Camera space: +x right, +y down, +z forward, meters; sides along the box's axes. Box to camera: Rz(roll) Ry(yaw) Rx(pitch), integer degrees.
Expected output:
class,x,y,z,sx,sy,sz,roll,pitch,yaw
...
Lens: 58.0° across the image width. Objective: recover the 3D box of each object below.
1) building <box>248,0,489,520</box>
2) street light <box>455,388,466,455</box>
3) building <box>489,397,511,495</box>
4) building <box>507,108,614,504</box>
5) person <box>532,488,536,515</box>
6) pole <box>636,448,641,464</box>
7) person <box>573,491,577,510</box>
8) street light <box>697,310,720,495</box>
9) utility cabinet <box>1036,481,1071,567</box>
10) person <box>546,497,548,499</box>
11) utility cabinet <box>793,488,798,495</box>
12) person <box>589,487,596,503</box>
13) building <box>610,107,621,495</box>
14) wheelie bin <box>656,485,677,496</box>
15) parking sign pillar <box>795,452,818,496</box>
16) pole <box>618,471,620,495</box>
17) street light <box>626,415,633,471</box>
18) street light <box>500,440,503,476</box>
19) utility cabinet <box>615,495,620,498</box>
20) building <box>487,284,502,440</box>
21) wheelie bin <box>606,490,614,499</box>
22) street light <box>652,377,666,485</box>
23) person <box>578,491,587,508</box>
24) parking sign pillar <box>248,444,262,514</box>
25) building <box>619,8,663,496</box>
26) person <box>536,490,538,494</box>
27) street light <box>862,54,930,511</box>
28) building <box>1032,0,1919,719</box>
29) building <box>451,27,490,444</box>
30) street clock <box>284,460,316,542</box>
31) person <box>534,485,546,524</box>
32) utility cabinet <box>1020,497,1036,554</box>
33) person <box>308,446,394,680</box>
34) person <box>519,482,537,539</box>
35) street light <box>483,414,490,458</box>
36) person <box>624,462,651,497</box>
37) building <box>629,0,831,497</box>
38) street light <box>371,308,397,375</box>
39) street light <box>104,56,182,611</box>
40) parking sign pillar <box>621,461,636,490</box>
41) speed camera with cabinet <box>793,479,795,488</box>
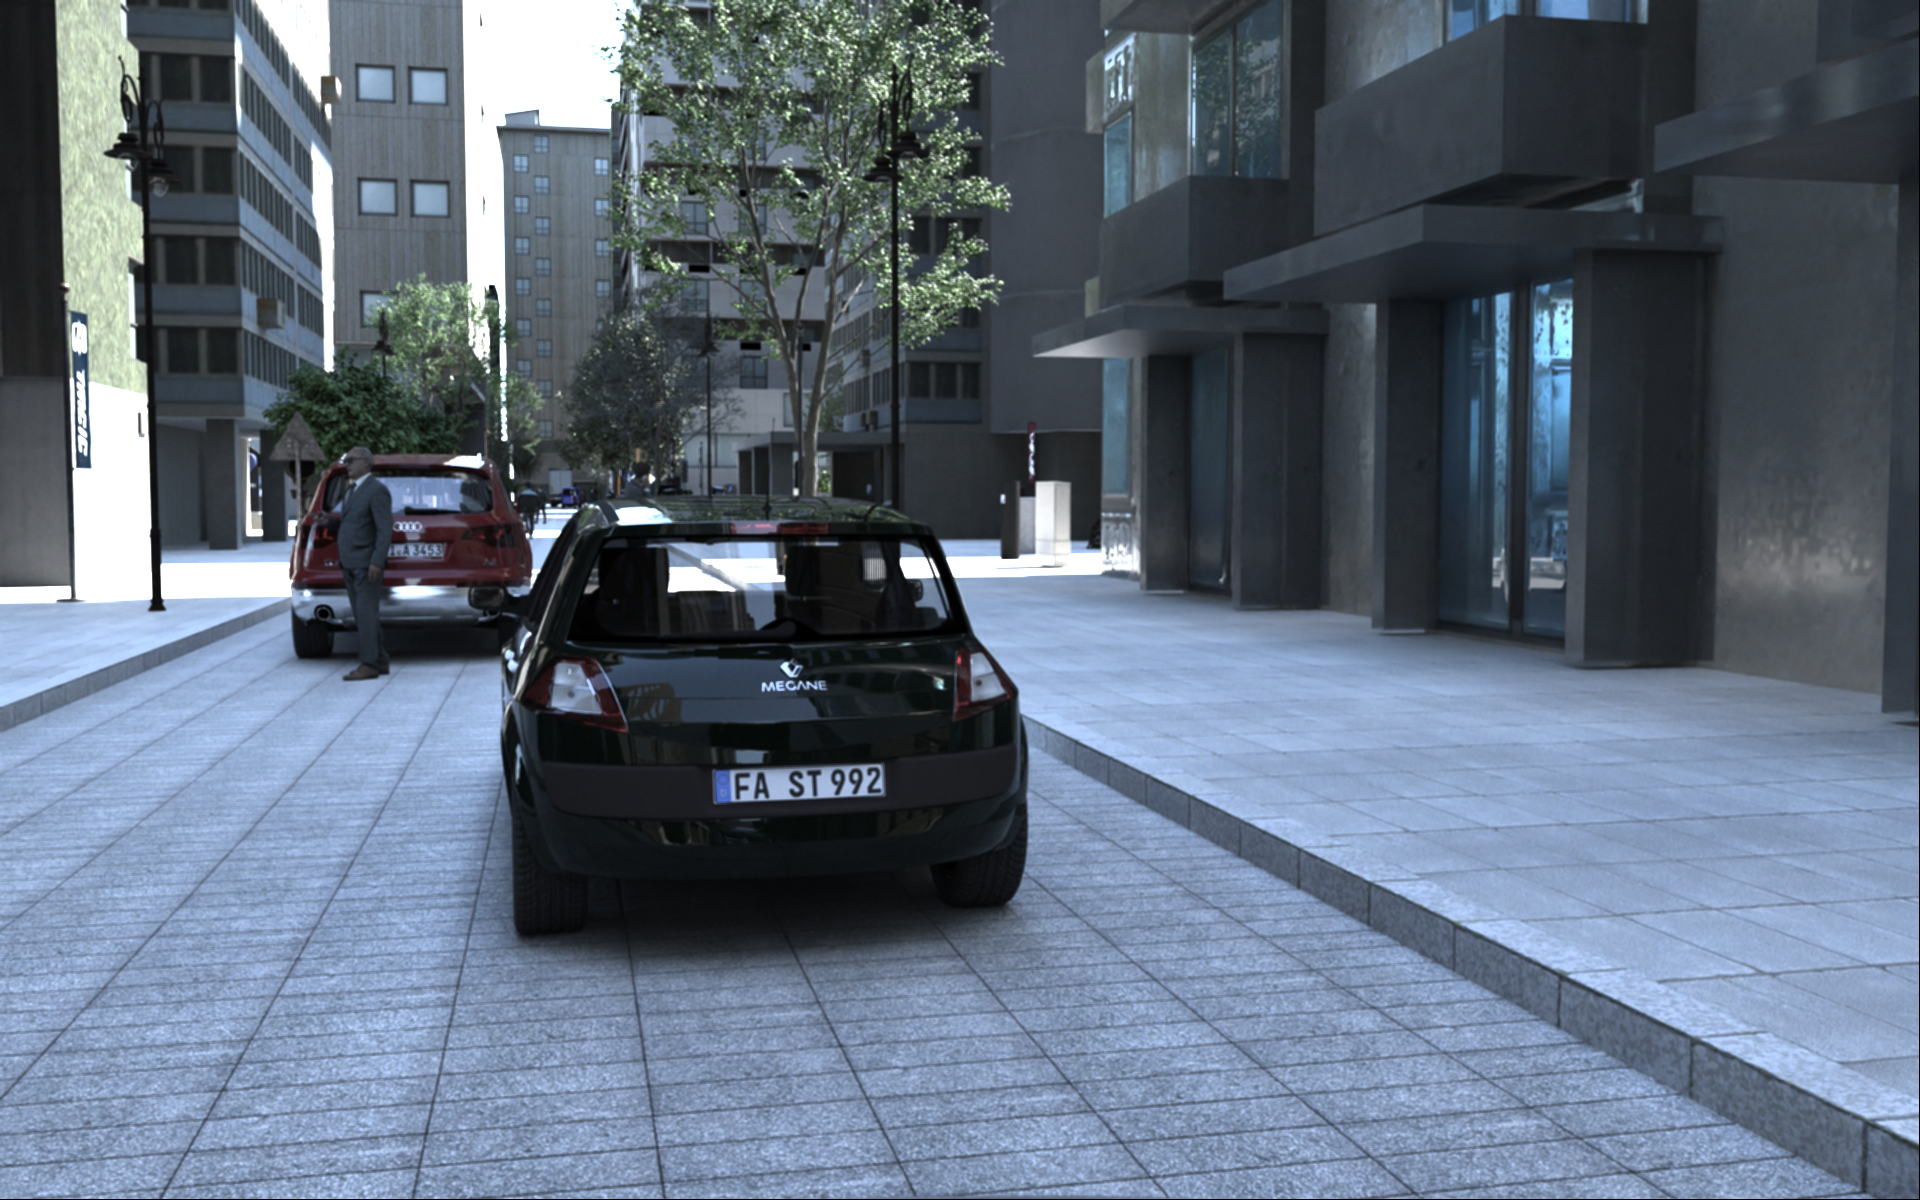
class,x,y,z,sx,sy,sz,roll,pitch,yaw
building,-40.057,-30.853,93.688,28.713,52.752,27.495,-1,4,-13
street light,-21.798,-6.294,75.692,0.468,5.910,1.993,-1,4,-13
building,-69.825,-54.508,203.884,31.000,86.520,22.319,-1,4,-13
building,-51.053,-40.202,246.541,27.495,52.752,28.713,-1,4,-13
person,-29.582,-6.816,120.041,0.679,1.850,0.850,2,4,26
pole,-14.282,-5.089,77.041,0.158,3.312,0.155,0,3,0
person,-34.879,-9.059,157.337,0.721,1.736,1.217,-1,4,-12
street light,-6.306,-4.326,43.520,0.468,5.910,1.993,-1,4,-13
utility cabinet,1.638,-1.327,30.372,0.318,1.500,1.173,-1,4,-13
person,-39.832,-9.554,164.705,1.348,1.824,0.705,0,4,4
utility cabinet,-6.710,-3.625,67.949,1.173,1.500,0.318,-1,4,-17
person,-25.903,-6.999,122.299,0.648,1.900,0.474,2,4,27
building,-30.415,-30.779,186.834,14.154,41.232,14.086,-1,4,-13
wheelie bin,-9.813,-3.087,58.380,0.980,1.594,0.693,-2,4,-27
parking sign pillar,-8.839,-6.796,99.586,1.447,3.967,1.447,0,4,-1
pole,-29.046,-9.402,147.564,0.158,3.312,0.155,0,3,0
street light,-18.941,-7.721,99.022,0.468,5.910,1.993,-1,4,-13
street light,-33.054,-9.306,124.944,0.468,5.910,1.993,-1,4,-13
utility cabinet,-27.735,-7.854,139.568,1.020,1.237,0.306,-3,4,-39
building,-69.928,-28.426,236.464,14.107,30.474,14.160,-1,4,-13
wheelie bin,-27.784,-7.936,137.656,0.693,1.594,0.980,-1,4,-16
street light,-11.883,-5.849,68.411,0.468,5.910,1.993,-1,4,-13
person,-34.926,-9.247,160.235,0.990,1.755,0.434,2,4,25
parking sign pillar,-32.963,-5.611,80.209,1.447,3.967,1.447,1,4,9
building,-22.072,-33.405,169.876,21.300,48.544,21.600,-1,4,-13
person,-39.052,-9.246,159.757,0.705,1.814,1.350,-3,4,-37
street light,-0.705,-2.814,18.803,0.468,5.910,1.993,-1,4,-13
building,14.336,-24.200,15.273,23.786,49.044,30.456,-1,4,-13
building,-41.268,-26.890,123.240,14.154,41.232,14.086,-1,4,-13
street clock,-11.356,-1.545,29.828,0.471,2.002,0.358,-3,5,-41
person,-20.175,-4.580,83.166,0.755,1.850,0.659,2,4,34
utility cabinet,1.438,-1.586,37.100,1.020,1.237,0.306,-1,4,-13
person,-4.724,-0.295,13.507,0.661,1.801,0.590,3,5,43
person,-13.690,-2.846,55.047,0.620,1.820,0.660,3,4,39
street light,-27.302,-7.780,99.993,0.468,5.910,1.993,-1,4,-13
person,-4.160,-0.871,22.555,0.447,1.846,0.655,-2,4,-25
building,-11.500,-33.373,134.880,28.713,52.752,27.495,-1,4,-13
street light,-14.321,-4.305,43.182,0.468,5.910,1.993,-1,4,-13
street light,-8.833,-2.819,18.878,0.468,5.910,1.993,-1,4,-13
parking sign pillar,-22.193,-7.851,116.832,1.447,3.967,1.447,1,4,19
speed camera with cabinet,-10.530,-6.795,105.427,2.038,3.252,0.660,-2,4,-27
